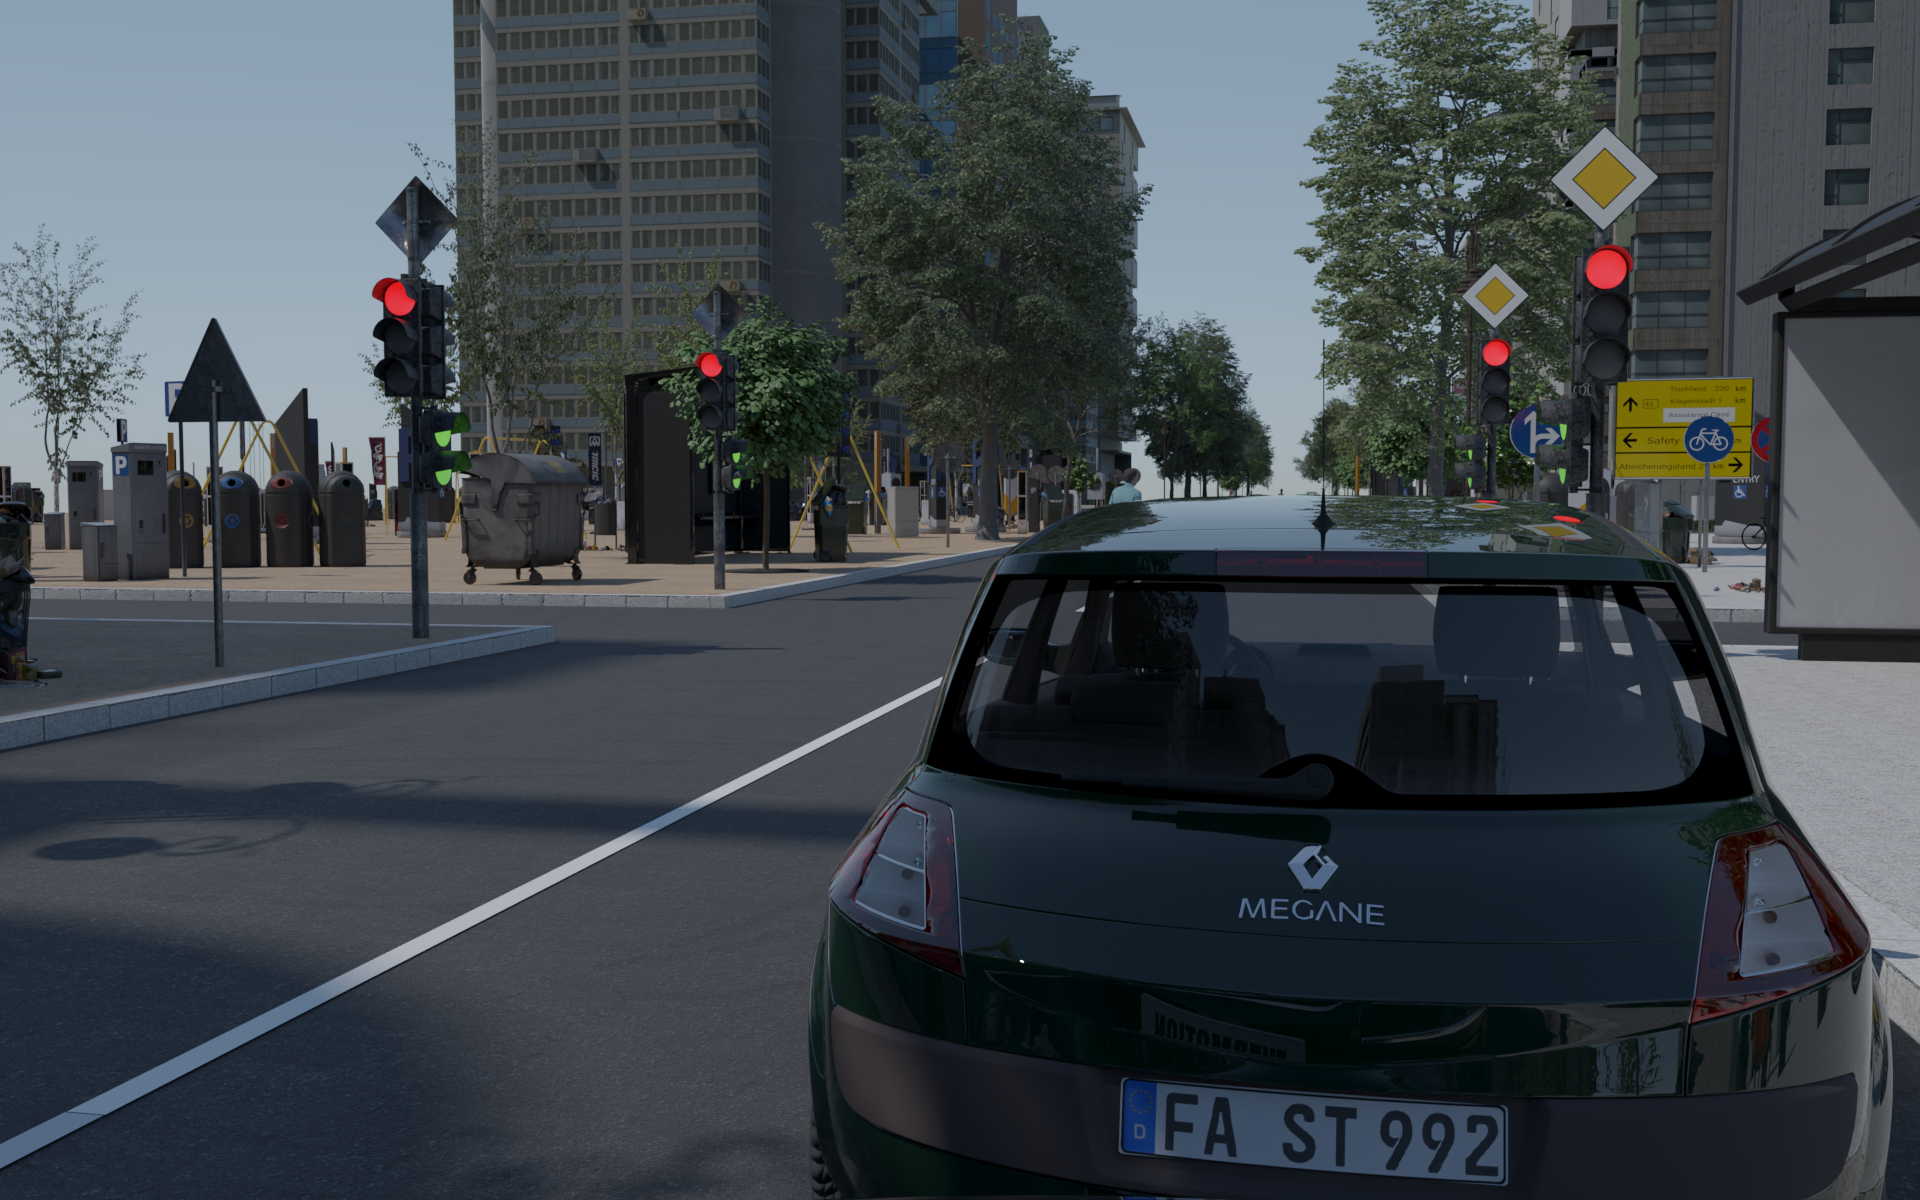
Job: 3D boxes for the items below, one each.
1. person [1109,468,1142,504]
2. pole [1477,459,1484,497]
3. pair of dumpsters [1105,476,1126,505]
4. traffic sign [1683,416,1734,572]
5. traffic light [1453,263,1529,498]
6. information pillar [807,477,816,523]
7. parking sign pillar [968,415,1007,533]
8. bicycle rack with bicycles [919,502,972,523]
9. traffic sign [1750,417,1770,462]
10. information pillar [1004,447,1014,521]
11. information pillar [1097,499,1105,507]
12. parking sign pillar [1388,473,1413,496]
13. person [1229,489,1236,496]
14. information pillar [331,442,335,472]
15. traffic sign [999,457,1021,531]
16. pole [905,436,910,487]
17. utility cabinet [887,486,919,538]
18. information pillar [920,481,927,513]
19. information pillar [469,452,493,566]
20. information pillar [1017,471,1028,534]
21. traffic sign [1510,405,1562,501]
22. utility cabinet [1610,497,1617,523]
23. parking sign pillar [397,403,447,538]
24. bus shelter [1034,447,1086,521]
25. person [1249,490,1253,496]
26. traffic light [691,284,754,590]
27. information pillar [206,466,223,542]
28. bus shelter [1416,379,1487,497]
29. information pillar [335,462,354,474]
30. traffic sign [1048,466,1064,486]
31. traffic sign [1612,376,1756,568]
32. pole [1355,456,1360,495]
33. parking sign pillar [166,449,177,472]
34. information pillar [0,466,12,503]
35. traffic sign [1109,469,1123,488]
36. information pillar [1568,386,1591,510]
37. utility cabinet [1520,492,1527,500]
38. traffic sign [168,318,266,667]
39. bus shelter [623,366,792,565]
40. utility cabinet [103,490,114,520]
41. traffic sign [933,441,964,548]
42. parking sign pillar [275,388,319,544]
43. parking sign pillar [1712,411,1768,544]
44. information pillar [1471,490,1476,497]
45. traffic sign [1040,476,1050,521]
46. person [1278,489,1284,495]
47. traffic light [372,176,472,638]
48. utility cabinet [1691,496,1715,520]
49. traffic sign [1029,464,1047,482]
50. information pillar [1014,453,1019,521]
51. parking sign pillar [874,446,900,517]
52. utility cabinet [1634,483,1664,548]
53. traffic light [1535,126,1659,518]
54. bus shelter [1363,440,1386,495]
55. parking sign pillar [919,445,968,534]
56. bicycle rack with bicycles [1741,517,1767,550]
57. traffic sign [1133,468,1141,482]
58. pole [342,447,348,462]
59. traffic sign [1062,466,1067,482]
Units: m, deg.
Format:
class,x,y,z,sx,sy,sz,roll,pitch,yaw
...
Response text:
class,x,y,z,sx,sy,sz,roll,pitch,yaw
person,2.452,-1.080,26.177,0.660,1.820,0.620,3,4,37
pole,18.746,-4.191,62.359,0.158,3.312,0.155,0,3,0
pair of dumpsters,8.297,-5.515,92.666,1.574,2.255,4.437,1,4,12
traffic sign,12.197,-1.724,28.286,0.768,2.556,0.104,1,4,13
traffic light,6.503,-1.976,21.233,0.839,4.253,0.868,1,4,11
information pillar,-6.498,-4.368,75.913,0.304,2.012,0.304,-2,4,-33
parking sign pillar,0.867,-4.270,58.293,1.447,3.967,1.447,-1,4,-21
bicycle rack with bicycles,-0.850,-3.978,78.428,2.925,0.926,2.852,-2,4,-25
traffic sign,13.254,-1.719,28.212,0.768,2.556,0.104,1,4,12
information pillar,2.209,-5.450,80.455,0.183,3.616,0.504,2,4,31
information pillar,6.609,-4.695,81.250,0.304,2.012,0.304,2,4,30
parking sign pillar,17.531,-4.917,68.867,1.447,3.967,1.447,3,5,41
person,15.455,-5.461,98.455,0.551,1.740,0.621,3,5,40
information pillar,-28.230,-5.301,78.024,0.183,3.616,0.504,-1,4,-10
traffic sign,1.727,-3.679,60.251,0.768,2.556,0.104,1,4,15
pole,-1.862,-4.122,61.231,0.158,3.312,0.155,0,3,0
utility cabinet,-1.677,-2.574,50.770,0.318,1.500,1.173,2,4,34
information pillar,-2.024,-5.634,96.602,0.304,2.012,0.304,2,4,27
information pillar,-8.417,-1.591,30.508,0.304,2.012,0.304,2,4,28
information pillar,2.008,-3.126,55.596,0.304,2.012,0.304,0,4,7
traffic sign,8.260,-1.511,24.817,0.768,2.556,0.104,1,4,16
utility cabinet,16.517,-2.053,44.732,1.020,1.237,0.306,-2,4,-35
parking sign pillar,-15.939,-3.839,51.234,1.447,3.967,1.447,1,4,9
bus shelter,5.011,-5.815,86.356,1.731,3.624,6.357,1,4,11
person,30.734,-10.648,182.684,0.705,1.814,1.350,3,5,42
traffic light,-3.215,-2.095,23.177,0.839,4.253,0.868,1,4,11
information pillar,-19.782,-2.540,46.018,0.304,2.012,0.304,2,4,26
bus shelter,16.229,-4.908,57.878,2.179,5.291,8.768,1,4,11
information pillar,-14.140,-2.161,39.830,0.304,2.012,0.304,3,5,43
traffic sign,4.272,-4.724,77.337,0.768,2.556,0.104,1,4,17
traffic sign,12.602,-2.224,30.238,2.265,3.308,0.079,1,4,19
pole,21.292,-6.050,92.759,0.158,3.312,0.155,0,3,0
parking sign pillar,-47.418,-7.031,103.423,1.447,3.967,1.447,1,4,22
information pillar,-24.890,-2.481,45.061,0.304,2.012,0.304,0,4,8
traffic sign,7.940,-5.395,88.320,0.768,2.556,0.104,1,4,16
information pillar,10.700,-2.348,29.742,0.504,3.616,0.183,1,4,13
utility cabinet,18.555,-2.863,55.484,1.173,1.500,0.318,0,4,2
traffic sign,-5.510,-0.784,12.816,0.884,2.594,0.081,1,4,19
bus shelter,-4.750,-2.644,34.513,1.731,3.624,6.357,1,4,11
utility cabinet,-41.641,-4.636,84.473,0.318,1.500,1.173,0,4,-2
traffic sign,-0.288,-2.532,41.505,0.768,2.556,0.104,1,4,15
parking sign pillar,-17.046,-3.429,44.533,1.447,3.967,1.447,3,4,36
parking sign pillar,20.287,-3.446,44.808,1.447,3.967,1.447,-3,4,-39
information pillar,21.585,-4.983,72.823,0.183,3.616,0.504,0,4,-3
traffic sign,3.838,-5.039,82.389,0.884,2.594,0.081,1,4,20
person,23.356,-7.172,125.743,0.705,1.826,1.348,-2,4,-26
traffic light,-4.800,-1.616,15.350,0.839,4.253,0.868,1,4,11
utility cabinet,29.559,-3.534,68.945,1.020,1.237,0.306,-2,4,-28
traffic sign,3.308,-4.510,73.852,0.768,2.556,0.104,1,4,15
information pillar,2.548,-5.503,81.330,0.504,3.616,0.183,-2,4,-24
parking sign pillar,-3.615,-5.965,86.003,1.447,3.967,1.447,0,4,-5
utility cabinet,14.607,-1.714,36.701,0.318,1.500,1.173,0,4,8
traffic light,4.918,-1.498,13.406,0.839,4.253,0.868,1,4,11
bus shelter,18.862,-5.247,77.074,1.731,3.624,6.357,1,4,12
parking sign pillar,-0.701,-4.138,56.128,1.447,3.967,1.447,-1,4,-12
bicycle rack with bicycles,19.562,-1.562,38.921,2.852,0.926,2.925,-2,4,-27
traffic sign,8.439,-5.158,84.434,0.768,2.556,0.104,1,4,18
pole,-26.766,-4.991,75.444,0.158,3.312,0.155,0,3,0
traffic sign,4.861,-4.768,78.060,0.768,2.556,0.104,1,4,14
